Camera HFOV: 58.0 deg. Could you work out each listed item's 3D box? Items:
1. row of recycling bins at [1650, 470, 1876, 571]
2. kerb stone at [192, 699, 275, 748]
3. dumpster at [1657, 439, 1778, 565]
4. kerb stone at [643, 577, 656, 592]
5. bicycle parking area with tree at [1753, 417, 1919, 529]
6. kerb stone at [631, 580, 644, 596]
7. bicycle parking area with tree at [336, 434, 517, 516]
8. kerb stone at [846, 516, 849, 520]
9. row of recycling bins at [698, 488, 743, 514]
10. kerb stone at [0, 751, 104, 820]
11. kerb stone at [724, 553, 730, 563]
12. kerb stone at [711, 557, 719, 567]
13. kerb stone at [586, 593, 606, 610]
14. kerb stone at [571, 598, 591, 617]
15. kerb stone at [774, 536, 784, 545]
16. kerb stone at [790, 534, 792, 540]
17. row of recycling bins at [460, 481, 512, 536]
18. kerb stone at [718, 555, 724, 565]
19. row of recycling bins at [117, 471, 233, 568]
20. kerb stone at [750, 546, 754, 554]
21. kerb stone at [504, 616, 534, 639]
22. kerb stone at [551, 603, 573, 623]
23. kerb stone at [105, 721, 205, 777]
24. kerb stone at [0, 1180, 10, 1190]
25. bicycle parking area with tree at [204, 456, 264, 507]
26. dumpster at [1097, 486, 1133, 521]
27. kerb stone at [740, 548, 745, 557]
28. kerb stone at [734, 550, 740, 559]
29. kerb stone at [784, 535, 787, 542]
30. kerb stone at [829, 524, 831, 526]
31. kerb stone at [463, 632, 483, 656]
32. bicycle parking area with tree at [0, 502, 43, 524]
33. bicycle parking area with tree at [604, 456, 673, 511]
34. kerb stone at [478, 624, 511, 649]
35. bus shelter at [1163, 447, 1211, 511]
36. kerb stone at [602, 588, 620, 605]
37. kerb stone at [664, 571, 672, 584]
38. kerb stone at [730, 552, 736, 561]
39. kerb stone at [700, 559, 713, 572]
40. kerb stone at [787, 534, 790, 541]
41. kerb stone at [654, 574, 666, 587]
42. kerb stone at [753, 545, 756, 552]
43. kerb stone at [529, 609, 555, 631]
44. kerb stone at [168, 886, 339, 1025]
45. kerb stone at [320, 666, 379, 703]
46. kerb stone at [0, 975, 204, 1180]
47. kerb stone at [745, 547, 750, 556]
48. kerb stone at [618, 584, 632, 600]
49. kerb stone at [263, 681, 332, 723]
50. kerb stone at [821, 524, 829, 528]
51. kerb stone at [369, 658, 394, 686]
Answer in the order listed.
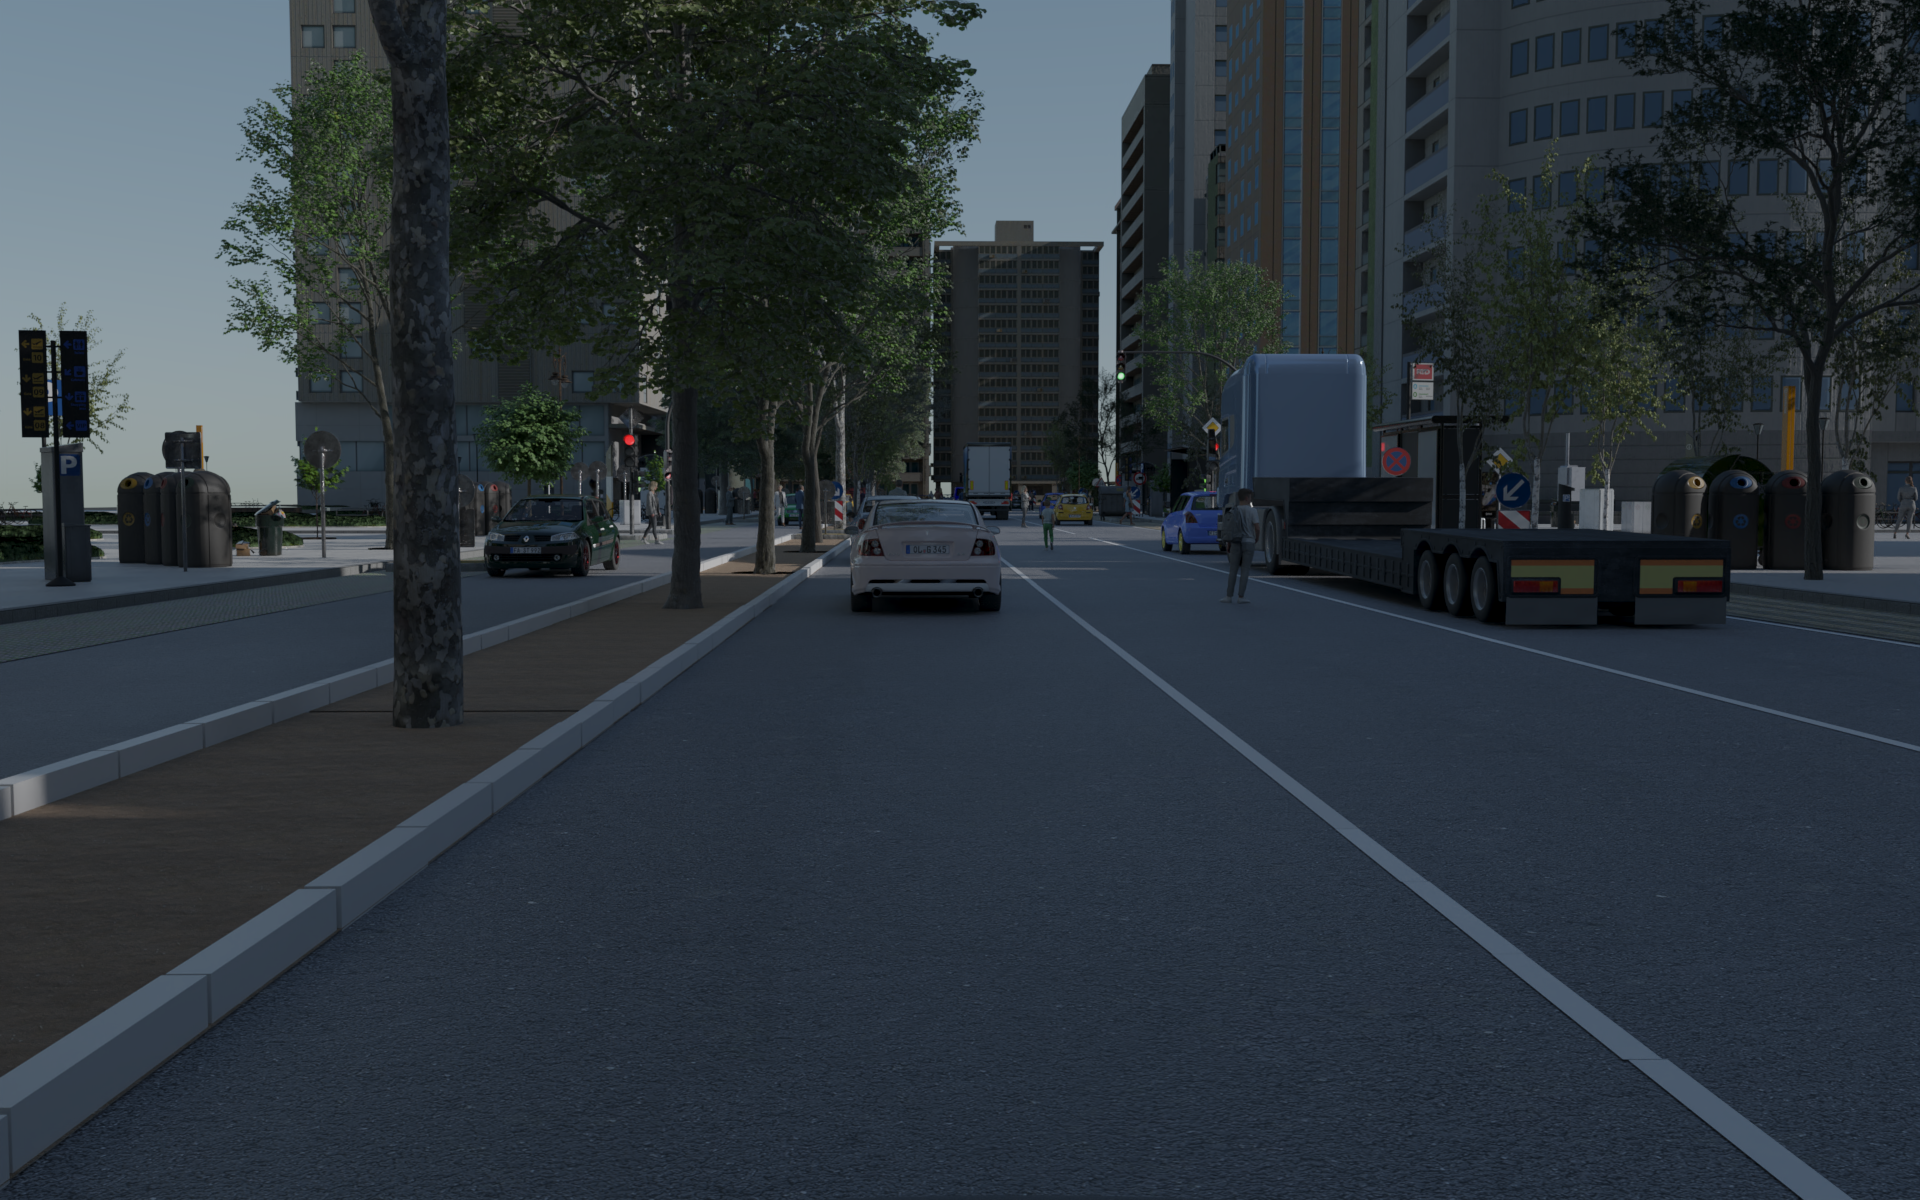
[{"bbox_3d":[13.646,-1.372,29.543,3.534,1.692,1.069,0,4,8],"label":"row of recycling bins"},{"bbox_3d":[-4.303,0.734,10.207,0.120,0.150,1.000,0,4,-1],"label":"kerb stone"},{"bbox_3d":[13.777,-1.780,31.597,1.502,2.255,1.985,0,4,-1],"label":"dumpster"},{"bbox_3d":[-4.665,-0.206,25.566,0.120,0.150,1.000,0,4,-1],"label":"kerb stone"},{"bbox_3d":[32.171,-4.931,67.627,9.016,4.147,8.231,1,4,13],"label":"bicycle parking area with tree"},{"bbox_3d":[-4.652,-0.144,24.543,0.120,0.150,1.000,0,4,-1],"label":"kerb stone"},{"bbox_3d":[-23.782,-5.674,79.778,9.016,4.147,8.231,3,4,36],"label":"bicycle parking area with tree"},{"bbox_3d":[-6.520,-4.879,101.978,0.120,0.150,1.000,0,4,-1],"label":"kerb stone"},{"bbox_3d":[-15.854,-6.502,113.417,3.534,1.692,1.069,-1,4,-12],"label":"row of recycling bins"},{"bbox_3d":[-4.258,0.859,8.160,0.120,0.150,1.000,0,4,-1],"label":"kerb stone"},{"bbox_3d":[-4.919,-0.832,35.805,0.120,0.150,1.000,0,4,-1],"label":"kerb stone"},{"bbox_3d":[-4.868,-0.707,33.761,0.120,0.150,1.000,0,4,-1],"label":"kerb stone"},{"bbox_3d":[-4.571,0.044,21.469,0.120,0.150,1.000,0,4,-1],"label":"kerb stone"},{"bbox_3d":[-4.548,0.111,20.448,0.120,0.150,1.000,0,4,-1],"label":"kerb stone"},{"bbox_3d":[-5.264,-1.712,50.184,0.120,0.150,1.000,0,4,-1],"label":"kerb stone"},{"bbox_3d":[-5.341,-1.894,53.255,0.120,0.150,1.000,0,4,-1],"label":"kerb stone"},{"bbox_3d":[-14.909,-2.842,53.579,1.069,1.692,3.534,1,4,10],"label":"row of recycling bins"},{"bbox_3d":[-4.901,-0.769,34.783,0.120,0.150,1.000,0,4,-1],"label":"kerb stone"},{"bbox_3d":[-14.249,-1.488,31.443,3.534,1.692,1.069,3,5,44],"label":"row of recycling bins"},{"bbox_3d":[-5.045,-1.147,40.951,0.120,0.150,1.000,0,4,-1],"label":"kerb stone"},{"bbox_3d":[-4.468,0.295,17.379,0.120,0.150,1.000,0,4,-1],"label":"kerb stone"},{"bbox_3d":[-4.533,0.173,19.422,0.120,0.150,1.000,0,4,-1],"label":"kerb stone"},{"bbox_3d":[-4.282,0.797,9.182,0.120,0.150,1.000,0,4,-1],"label":"kerb stone"},{"bbox_3d":[-2.024,1.173,3.097,0.120,0.150,1.000,0,4,-1],"label":"kerb stone"},{"bbox_3d":[-58.429,-8.873,132.072,9.016,4.147,8.231,-2,4,-35],"label":"bicycle parking area with tree"},{"bbox_3d":[8.348,-5.180,92.908,1.865,1.857,1.264,0,4,-3],"label":"dumpster"},{"bbox_3d":[-4.988,-1.021,38.895,0.120,0.150,1.000,0,4,-1],"label":"kerb stone"},{"bbox_3d":[-4.970,-0.952,37.864,0.120,0.150,1.000,0,4,-1],"label":"kerb stone"},{"bbox_3d":[-5.288,-1.774,51.207,0.120,0.150,1.000,0,4,-1],"label":"kerb stone"},{"bbox_3d":[-5.903,-3.313,76.357,0.120,0.150,1.000,0,4,-1],"label":"kerb stone"},{"bbox_3d":[-4.429,0.420,15.334,0.120,0.150,1.000,0,4,-1],"label":"kerb stone"},{"bbox_3d":[-43.586,-5.302,73.692,9.016,4.147,8.231,0,4,2],"label":"bicycle parking area with tree"},{"bbox_3d":[-25.288,-8.926,132.948,9.016,4.147,8.231,3,5,40],"label":"bicycle parking area with tree"},{"bbox_3d":[-4.448,0.360,16.356,0.120,0.150,1.000,0,4,-1],"label":"kerb stone"},{"bbox_3d":[11.757,-5.985,89.137,1.731,3.624,6.357,0,4,-1],"label":"bus shelter"},{"bbox_3d":[-4.601,-0.019,22.500,0.120,0.150,1.000,0,4,-1],"label":"kerb stone"},{"bbox_3d":[-4.719,-0.332,27.623,0.120,0.150,1.000,0,4,-1],"label":"kerb stone"},{"bbox_3d":[-4.939,-0.894,36.829,0.120,0.150,1.000,0,4,-1],"label":"kerb stone"},{"bbox_3d":[-4.842,-0.643,32.740,0.120,0.150,1.000,0,4,-1],"label":"kerb stone"},{"bbox_3d":[-5.312,-1.837,52.233,0.120,0.150,1.000,0,4,-1],"label":"kerb stone"},{"bbox_3d":[-4.695,-0.269,26.598,0.120,0.150,1.000,0,4,-1],"label":"kerb stone"},{"bbox_3d":[-5.069,-1.210,41.975,0.120,0.150,1.000,0,4,-1],"label":"kerb stone"},{"bbox_3d":[-4.496,0.232,18.400,0.120,0.150,1.000,0,4,-1],"label":"kerb stone"},{"bbox_3d":[-2.082,1.047,5.147,0.120,0.150,1.000,0,4,-1],"label":"kerb stone"},{"bbox_3d":[-4.348,0.608,12.258,0.120,0.150,1.000,0,4,-1],"label":"kerb stone"},{"bbox_3d":[-2.056,1.105,4.122,0.120,0.150,1.000,0,4,-1],"label":"kerb stone"},{"bbox_3d":[-5.019,-1.084,39.927,0.120,0.150,1.000,0,4,-1],"label":"kerb stone"},{"bbox_3d":[-4.627,-0.081,23.521,0.120,0.150,1.000,0,4,-1],"label":"kerb stone"},{"bbox_3d":[-4.324,0.670,11.236,0.120,0.150,1.000,0,4,-1],"label":"kerb stone"},{"bbox_3d":[-5.875,-3.250,75.335,0.120,0.150,1.000,0,4,-1],"label":"kerb stone"},{"bbox_3d":[-4.372,0.545,13.282,0.120,0.150,1.000,0,4,-1],"label":"kerb stone"}]
